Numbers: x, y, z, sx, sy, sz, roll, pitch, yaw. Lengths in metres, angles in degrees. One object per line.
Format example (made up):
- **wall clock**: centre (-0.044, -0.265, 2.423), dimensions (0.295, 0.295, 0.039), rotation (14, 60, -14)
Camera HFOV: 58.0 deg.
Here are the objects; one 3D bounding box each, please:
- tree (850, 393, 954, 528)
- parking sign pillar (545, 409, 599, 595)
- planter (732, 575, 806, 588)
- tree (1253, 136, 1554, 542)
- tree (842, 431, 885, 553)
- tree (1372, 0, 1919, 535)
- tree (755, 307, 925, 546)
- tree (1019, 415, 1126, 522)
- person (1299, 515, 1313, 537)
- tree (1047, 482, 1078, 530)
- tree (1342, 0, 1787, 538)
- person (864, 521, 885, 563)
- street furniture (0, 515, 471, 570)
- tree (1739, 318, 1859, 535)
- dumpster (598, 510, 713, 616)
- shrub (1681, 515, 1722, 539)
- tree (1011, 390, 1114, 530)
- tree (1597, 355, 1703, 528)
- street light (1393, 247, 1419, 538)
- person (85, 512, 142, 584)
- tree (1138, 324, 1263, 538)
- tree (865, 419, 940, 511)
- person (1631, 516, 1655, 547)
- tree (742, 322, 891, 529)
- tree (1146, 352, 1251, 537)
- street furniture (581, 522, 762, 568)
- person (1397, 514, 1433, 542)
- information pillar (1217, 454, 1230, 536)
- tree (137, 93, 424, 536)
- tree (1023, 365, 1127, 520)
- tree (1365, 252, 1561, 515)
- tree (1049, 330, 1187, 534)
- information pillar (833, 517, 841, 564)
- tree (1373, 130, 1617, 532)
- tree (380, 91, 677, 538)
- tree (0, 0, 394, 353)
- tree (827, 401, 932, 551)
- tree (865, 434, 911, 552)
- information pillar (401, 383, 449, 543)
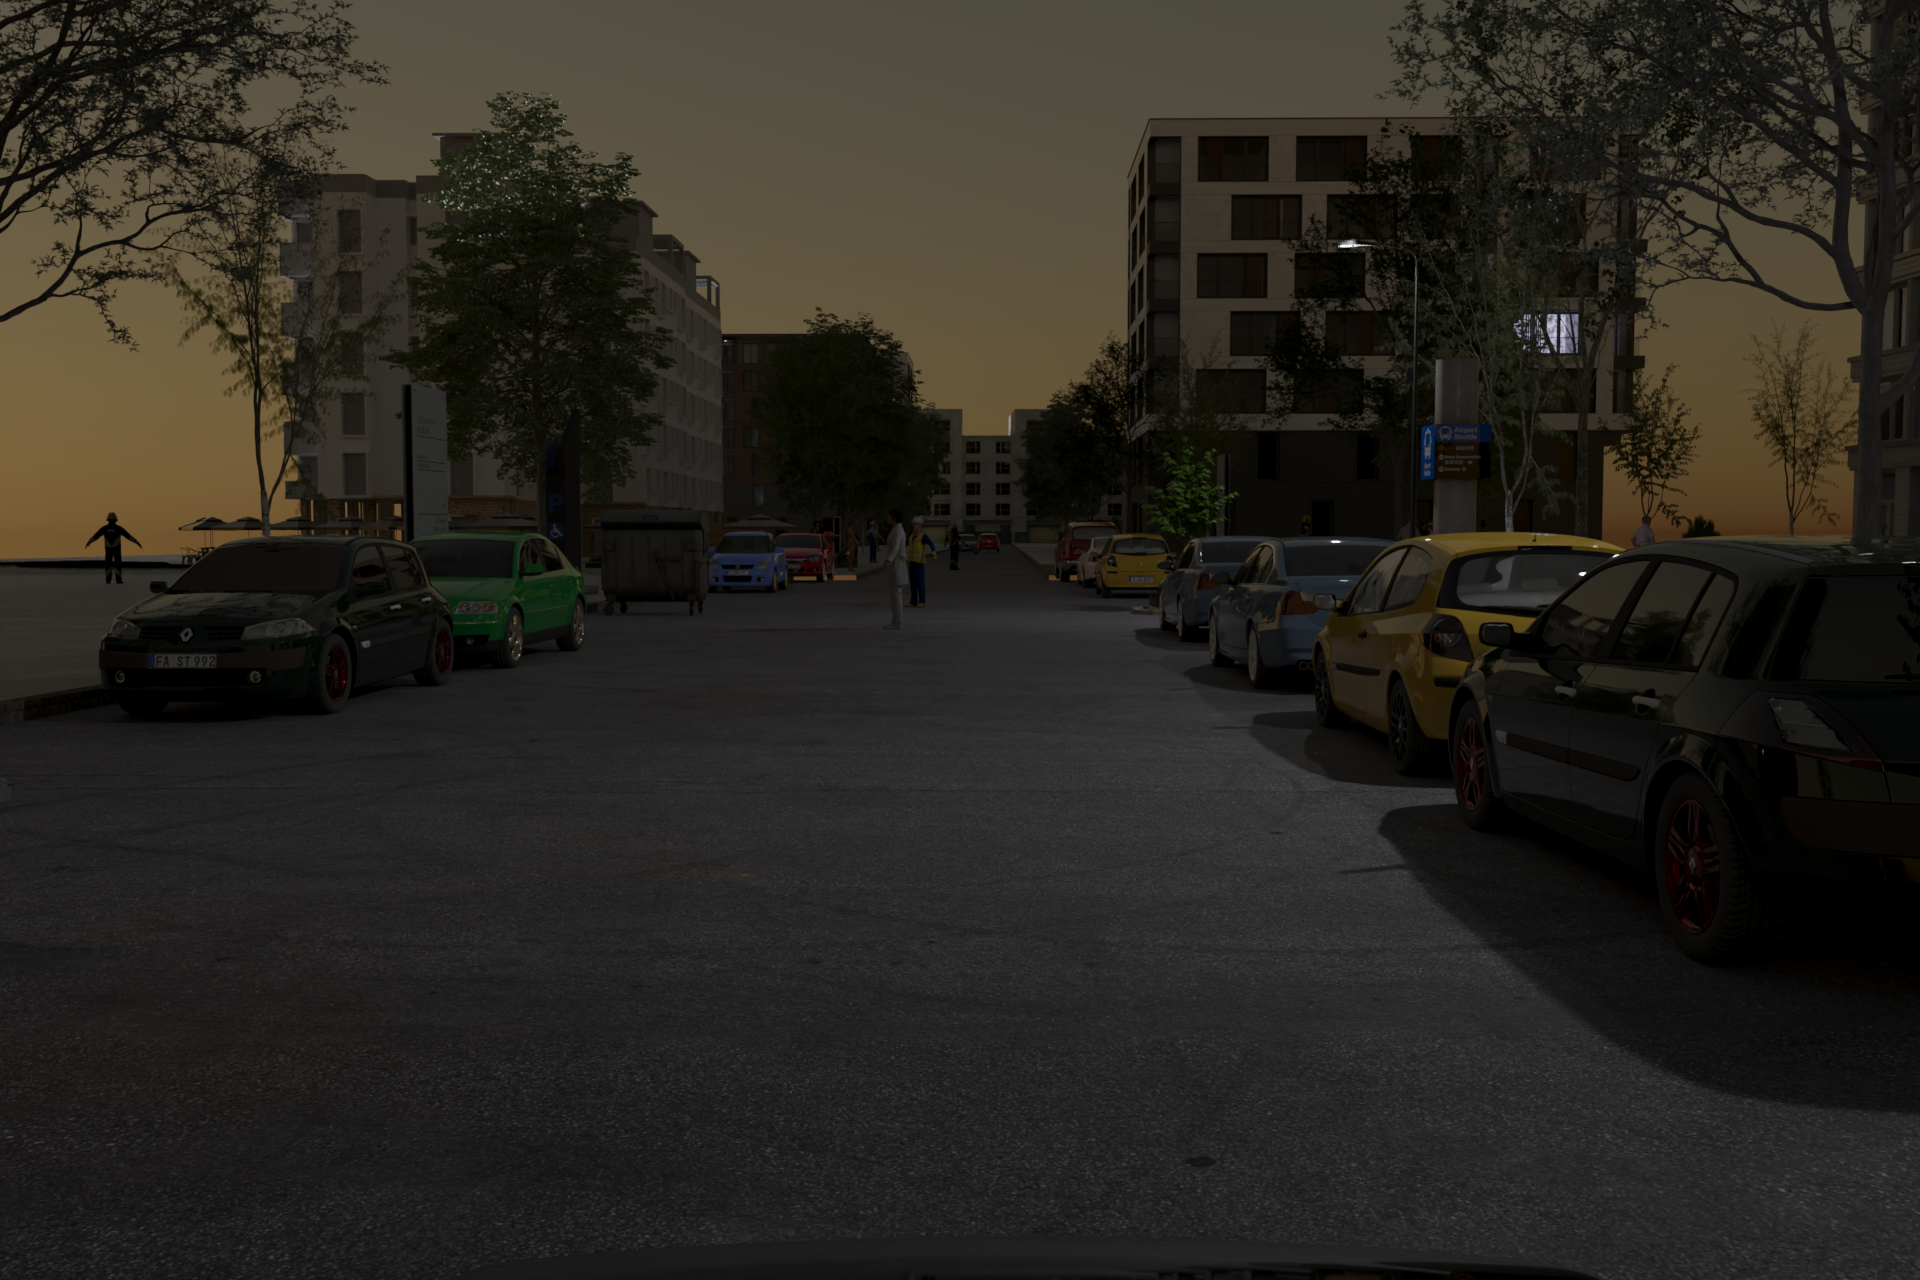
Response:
- **tree**: centre (-5.487, -15.310, 156.976), dimensions (9.857, 13.997, 8.962), rotation (0, 3, 0)
- **parking sign pillar**: centre (-8.428, -2.957, 36.816), dimensions (1.447, 3.967, 1.447), rotation (0, 4, 1)
- **planter**: centre (-5.217, -1.577, 46.925), dimensions (1.991, 0.319, 1.994), rotation (0, 4, 1)
- **tree**: centre (10.339, -6.556, 41.596), dimensions (7.601, 10.594, 8.767), rotation (-2, 4, -27)
- **tree**: centre (-6.405, -10.066, 114.939), dimensions (4.737, 8.622, 4.395), rotation (0, 3, 0)
- **tree**: centre (9.719, -6.584, 18.012), dimensions (12.009, 13.543, 11.850), rotation (0, 3, 0)
- **tree**: centre (-6.685, -11.732, 98.477), dimensions (9.857, 13.997, 8.962), rotation (0, 3, 0)
- **tree**: centre (8.950, -12.277, 135.144), dimensions (8.767, 10.594, 7.601), rotation (0, 4, -4)
- **person**: centre (10.673, -2.905, 53.261), dimensions (0.704, 1.858, 1.351), rotation (0, 4, -6)
- **tree**: centre (9.611, -12.740, 158.655), dimensions (4.360, 8.622, 3.978), rotation (0, 3, 0)
- **tree**: centre (19.094, -12.297, 56.944), dimensions (12.611, 20.169, 13.585), rotation (0, 3, 0)
- **person**: centre (-3.820, -4.327, 76.598), dimensions (0.705, 1.847, 1.347), rotation (-3, 5, -44)
- **street furniture**: centre (-31.634, -3.723, 65.908), dimensions (27.439, 1.986, 14.083), rotation (3, 4, 38)
- **tree**: centre (28.429, -6.665, 59.336), dimensions (4.360, 8.622, 3.978), rotation (0, 3, 0)
- **dumpster**: centre (-5.414, -1.384, 30.840), dimensions (1.865, 1.857, 1.264), rotation (0, 4, 1)
- **shrub**: centre (27.249, -3.628, 63.743), dimensions (1.690, 2.028, 1.600), rotation (0, 3, 0)
- **tree**: centre (9.126, -14.866, 149.717), dimensions (9.857, 13.997, 8.962), rotation (0, 3, 0)
- **tree**: centre (28.056, -7.350, 70.542), dimensions (4.737, 8.622, 4.395), rotation (0, 3, 0)
- **street light**: centre (7.736, -3.355, 27.392), dimensions (1.470, 5.913, 1.316), rotation (0, 4, 1)
- **person**: centre (-21.864, -2.376, 44.717), dimensions (1.351, 1.845, 0.704), rotation (-1, 4, -15)
- **tree**: centre (8.067, -6.805, 61.617), dimensions (4.360, 8.622, 3.978), rotation (0, 3, 0)
- **tree**: centre (-5.499, -13.420, 145.179), dimensions (9.928, 11.665, 9.643), rotation (0, 3, 0)
- **person**: centre (15.896, -2.025, 40.090), dimensions (0.436, 1.711, 0.756), rotation (-1, 4, -10)
- **tree**: centre (-7.072, -9.731, 84.861), dimensions (9.928, 11.665, 9.643), rotation (0, 3, 0)
- **tree**: centre (9.792, -7.280, 69.391), dimensions (4.737, 8.622, 4.395), rotation (0, 3, 0)
- **street furniture**: centre (-11.793, -3.723, 67.724), dimensions (9.812, 1.723, 11.010), rotation (0, 4, 7)
- **person**: centre (10.808, -2.108, 41.041), dimensions (0.750, 1.759, 0.617), rotation (-1, 4, -17)
- **information pillar**: centre (7.832, -3.686, 51.577), dimensions (0.184, 3.620, 1.656), rotation (0, 4, 1)
- **tree**: centre (-12.070, -4.833, 29.383), dimensions (4.360, 8.622, 3.978), rotation (0, 3, 0)
- **tree**: centre (9.595, -13.082, 124.260), dimensions (12.009, 13.543, 11.850), rotation (0, 3, 0)
- **tree**: centre (20.245, -9.274, 69.757), dimensions (7.486, 12.596, 7.792), rotation (0, 3, 0)
- **tree**: centre (7.615, -8.896, 79.861), dimensions (7.601, 10.594, 8.767), rotation (0, 4, -5)
- **information pillar**: centre (-5.202, -4.215, 73.404), dimensions (0.304, 2.012, 0.304), rotation (0, 4, 0)
- **tree**: centre (10.210, -4.962, 31.489), dimensions (4.360, 8.622, 3.978), rotation (0, 3, 0)
- **tree**: centre (-11.316, -7.790, 45.492), dimensions (7.486, 12.596, 7.792), rotation (0, 3, 0)
- **tree**: centre (-11.521, -6.652, 19.138), dimensions (12.009, 13.543, 11.850), rotation (0, 3, 0)
- **tree**: centre (-6.075, -12.487, 129.910), dimensions (9.928, 11.665, 9.643), rotation (0, 3, 0)
- **tree**: centre (-5.621, -10.477, 121.667), dimensions (4.737, 8.622, 4.395), rotation (0, 3, 0)
- **information pillar**: centre (-8.591, -2.236, 27.882), dimensions (0.184, 3.620, 1.656), rotation (0, 4, 2)
